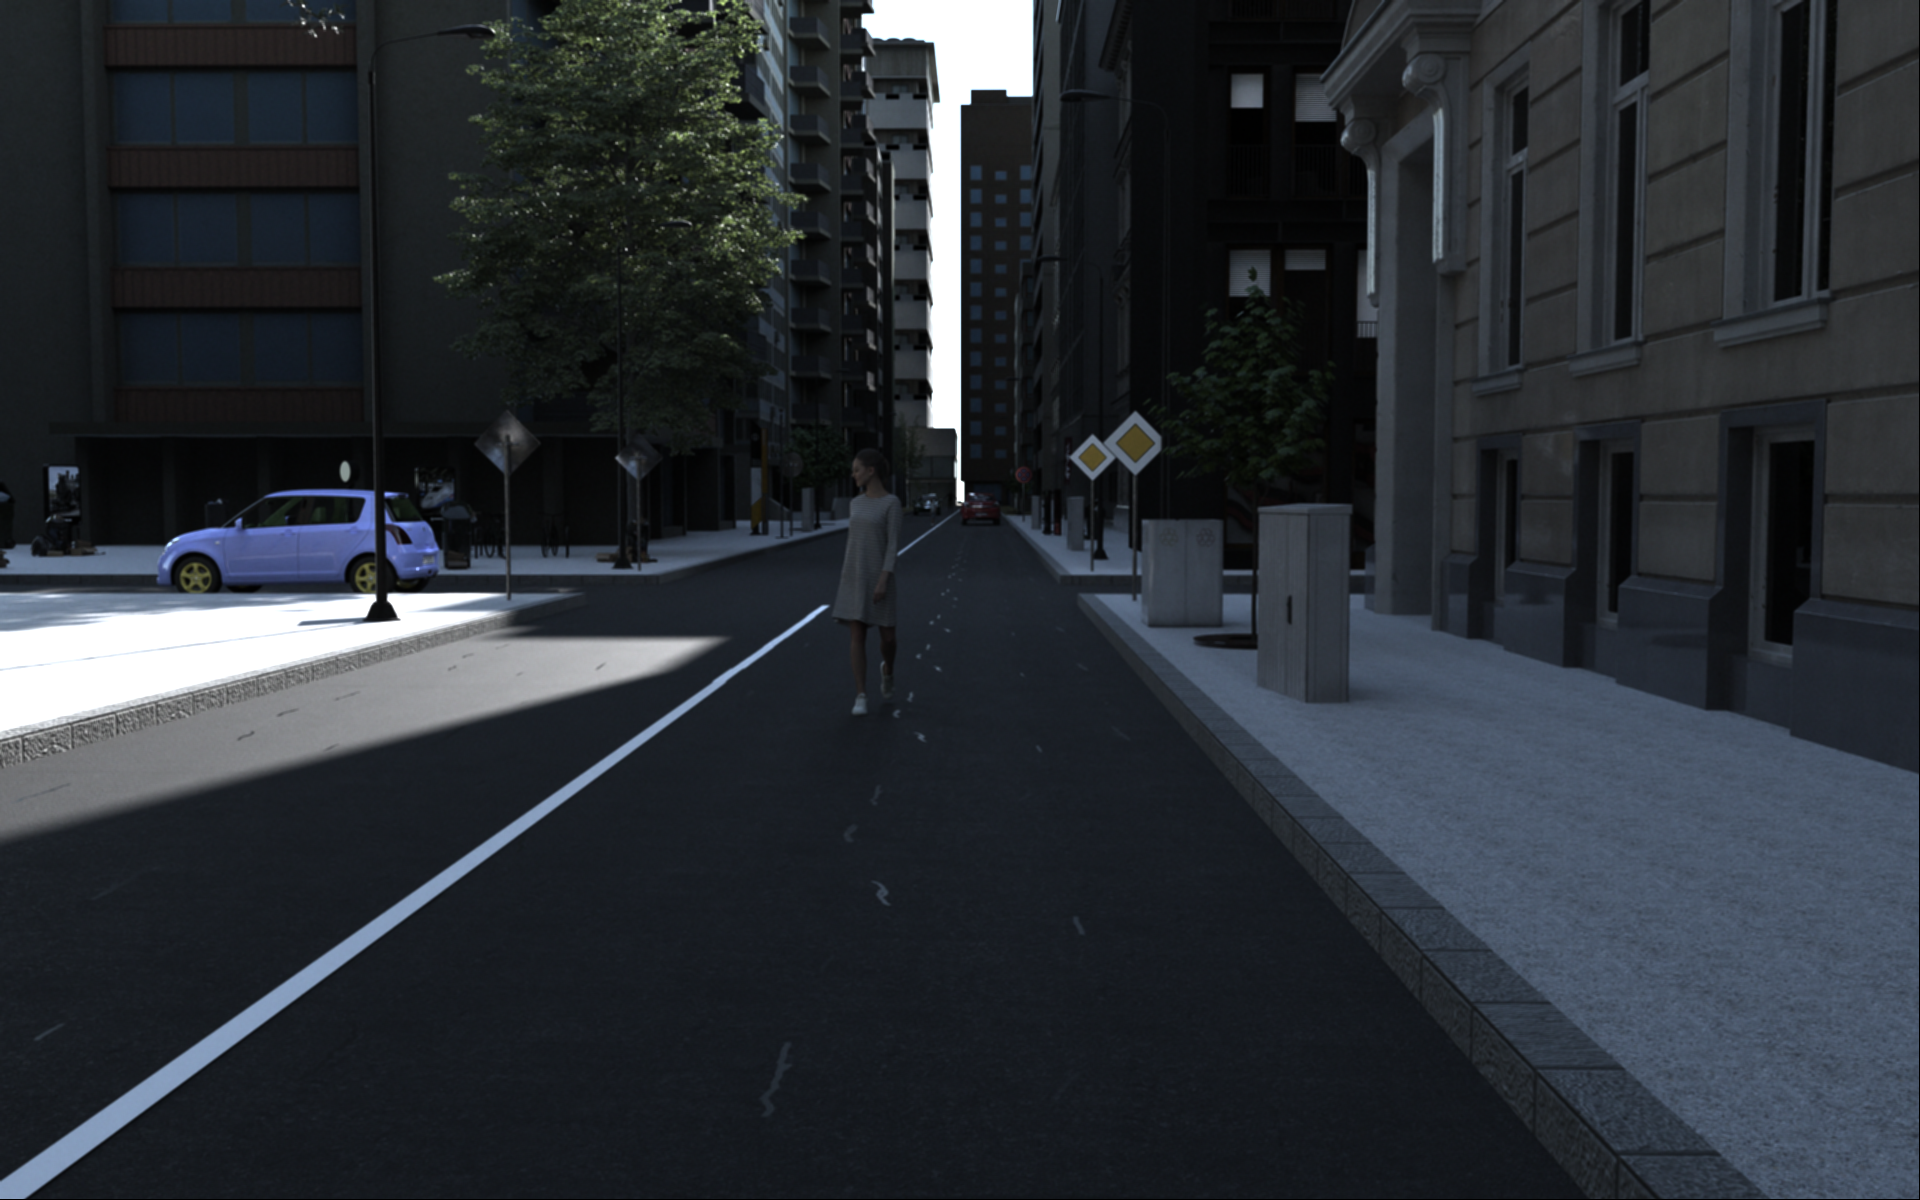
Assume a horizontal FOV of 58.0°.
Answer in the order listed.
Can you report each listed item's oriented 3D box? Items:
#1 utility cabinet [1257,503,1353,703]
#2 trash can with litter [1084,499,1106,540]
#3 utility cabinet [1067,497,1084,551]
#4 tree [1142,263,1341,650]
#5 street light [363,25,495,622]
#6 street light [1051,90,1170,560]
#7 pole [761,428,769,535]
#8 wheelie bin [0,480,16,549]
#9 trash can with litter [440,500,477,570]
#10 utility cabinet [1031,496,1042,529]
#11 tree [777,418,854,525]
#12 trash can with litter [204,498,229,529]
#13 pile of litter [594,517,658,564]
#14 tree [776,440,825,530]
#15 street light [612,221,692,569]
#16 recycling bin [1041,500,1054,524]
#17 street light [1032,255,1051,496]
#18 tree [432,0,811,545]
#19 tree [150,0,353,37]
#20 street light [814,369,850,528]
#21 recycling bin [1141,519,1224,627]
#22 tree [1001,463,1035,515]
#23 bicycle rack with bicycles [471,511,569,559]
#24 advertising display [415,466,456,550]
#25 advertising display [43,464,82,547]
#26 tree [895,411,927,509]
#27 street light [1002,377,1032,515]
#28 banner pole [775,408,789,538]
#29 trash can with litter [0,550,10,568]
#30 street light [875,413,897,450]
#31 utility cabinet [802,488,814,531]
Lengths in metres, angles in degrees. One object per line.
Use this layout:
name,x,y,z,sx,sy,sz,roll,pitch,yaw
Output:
utility cabinet,2.186,0.003,11.109,0.306,1.237,1.020,0,4,-7
trash can with litter,3.546,-2.267,48.459,1.055,1.170,0.624,2,4,30
utility cabinet,2.630,-1.738,39.581,0.306,1.237,1.020,0,4,-2
tree,2.375,-1.229,14.696,1.663,3.219,1.824,0,3,0
street light,-5.308,-2.740,17.334,1.470,5.913,1.316,0,4,1
street light,1.845,-2.908,20.085,1.470,5.913,1.316,0,4,1
pole,-6.071,-3.673,53.889,0.158,3.312,0.155,0,3,0
wheelie bin,-22.460,-1.981,40.302,0.980,1.594,0.693,1,4,23
trash can with litter,-8.600,-1.127,29.810,0.624,1.170,1.055,-1,4,-19
utility cabinet,2.818,-3.206,63.577,0.306,1.237,1.020,0,4,8
tree,-6.016,-5.464,73.051,4.285,4.588,4.351,0,3,0
trash can with litter,-14.767,-1.468,35.065,2.233,1.210,1.678,1,4,12
pile of litter,-6.313,-1.146,32.701,1.176,0.858,1.719,-1,4,-10
tree,-5.546,-4.105,61.714,1.663,3.219,1.824,0,3,0
street light,-5.259,-3.489,29.583,1.470,5.913,1.316,0,4,1
recycling bin,3.764,-3.822,75.051,0.722,1.027,0.722,1,4,11
street light,2.207,-3.750,33.850,1.470,5.913,1.316,0,4,1
tree,-6.934,-7.207,35.967,7.486,12.596,7.792,0,3,0
tree,-6.872,-6.065,9.533,12.009,13.543,11.850,0,3,0
street light,-4.787,-5.628,64.563,1.470,5.913,1.316,0,4,1
recycling bin,2.174,-0.271,16.989,0.722,1.027,0.722,0,3,0
tree,3.860,-7.584,118.594,1.663,3.219,1.824,0,3,0
bicycle rack with bicycles,-9.032,-1.337,35.244,2.852,0.926,2.925,-1,4,-11
advertising display,-12.042,-2.116,39.809,0.123,1.923,0.974,3,5,41
advertising display,-19.541,-1.989,37.727,0.123,1.923,0.974,1,4,14
tree,-4.634,-12.345,152.205,4.737,8.622,4.395,0,3,0
street light,2.519,-5.906,69.097,1.470,5.913,1.316,0,4,1
banner pole,-5.186,-3.702,50.550,0.401,3.779,0.863,0,4,-1
trash can with litter,-16.890,-1.126,29.793,0.624,1.170,1.055,0,4,0
street light,-4.314,-7.756,99.357,1.470,5.913,1.316,0,4,1
utility cabinet,-5.194,-3.084,59.095,0.318,1.500,1.173,0,4,2
